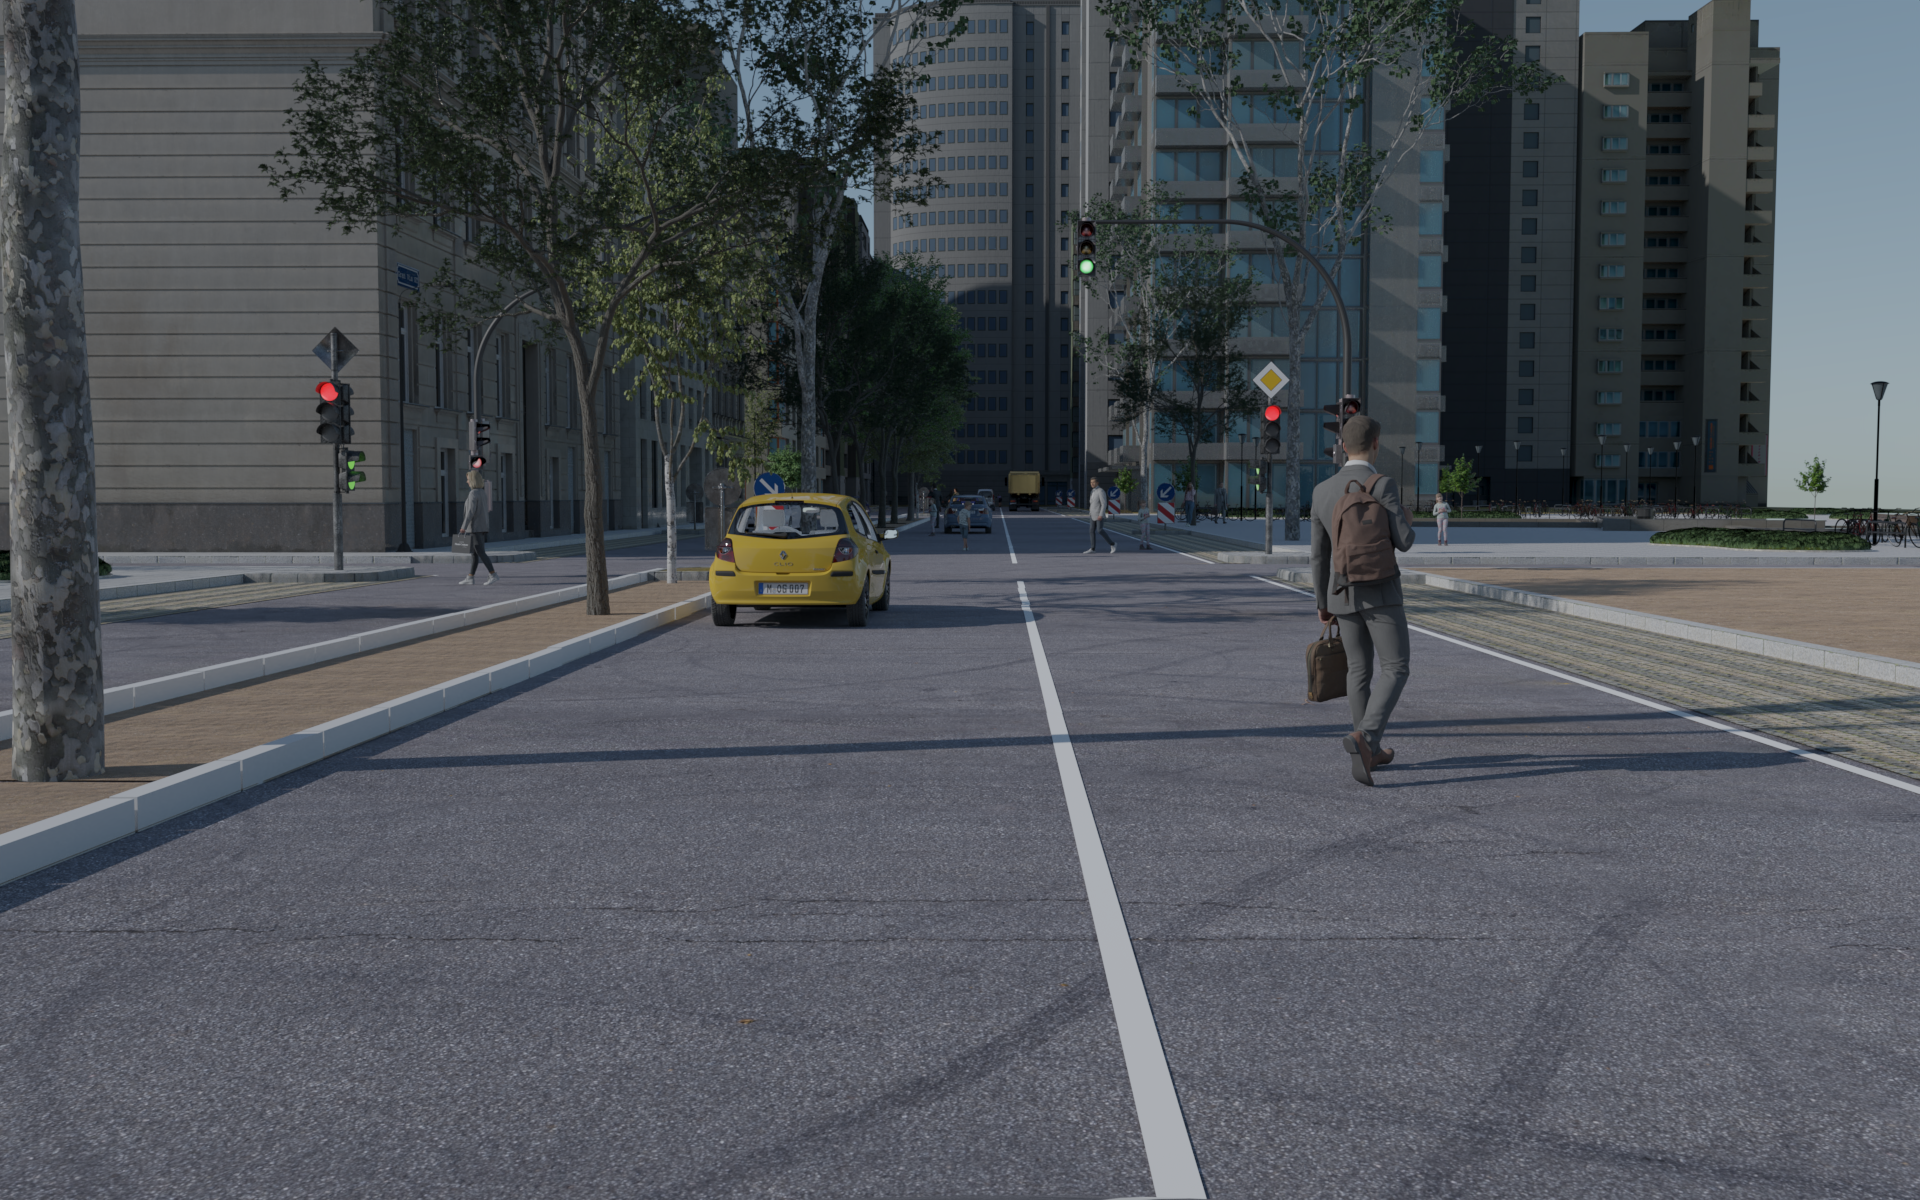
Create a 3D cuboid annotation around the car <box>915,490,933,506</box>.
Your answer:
[{"bbox_3d":[-3.360,-10.118,174.099,2.281,1.827,5.304,0,4,2],"label":"car"}]

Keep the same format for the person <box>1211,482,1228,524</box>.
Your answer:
[{"bbox_3d":[11.289,-4.210,74.982,0.694,1.812,0.767,-1,4,-16],"label":"person"}]

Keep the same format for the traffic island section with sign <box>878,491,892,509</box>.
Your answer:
[{"bbox_3d":[-7.266,-9.664,166.637,1.989,1.847,2.006,0,4,1],"label":"traffic island section with sign"}]

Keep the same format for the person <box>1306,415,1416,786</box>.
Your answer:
[{"bbox_3d":[2.032,-0.020,8.789,0.622,1.834,0.822,3,4,38],"label":"person"}]

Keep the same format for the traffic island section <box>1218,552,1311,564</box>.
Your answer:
[{"bbox_3d":[6.597,-0.893,36.880,2.009,0.180,2.903,0,4,1],"label":"traffic island section"}]

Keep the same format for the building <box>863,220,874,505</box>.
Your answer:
[{"bbox_3d":[-16.507,-25.028,180.911,14.107,30.474,14.160,0,4,1],"label":"building"}]

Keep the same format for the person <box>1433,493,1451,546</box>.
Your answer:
[{"bbox_3d":[12.023,-2.007,43.141,0.425,1.301,0.394,0,4,-5],"label":"person"}]

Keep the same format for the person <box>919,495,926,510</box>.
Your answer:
[{"bbox_3d":[-3.256,-8.682,151.173,0.721,1.735,1.217,3,4,37],"label":"person"}]

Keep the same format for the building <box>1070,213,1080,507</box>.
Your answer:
[{"bbox_3d":[18.444,-24.968,179.926,14.160,30.474,14.107,0,4,1],"label":"building"}]

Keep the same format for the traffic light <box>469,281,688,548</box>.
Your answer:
[{"bbox_3d":[-8.207,-3.818,37.098,4.771,5.953,1.251,0,4,1],"label":"traffic light"}]

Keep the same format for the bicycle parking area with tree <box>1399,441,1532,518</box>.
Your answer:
[{"bbox_3d":[28.666,-7.103,103.136,9.016,4.147,8.231,-2,4,-29],"label":"bicycle parking area with tree"}]

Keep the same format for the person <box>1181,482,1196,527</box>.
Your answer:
[{"bbox_3d":[9.027,-3.771,68.289,0.593,1.750,0.643,2,4,27],"label":"person"}]

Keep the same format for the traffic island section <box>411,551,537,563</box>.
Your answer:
[{"bbox_3d":[-10.340,-0.915,37.243,2.009,0.180,2.903,0,4,1],"label":"traffic island section"}]

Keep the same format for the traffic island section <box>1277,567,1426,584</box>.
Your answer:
[{"bbox_3d":[6.428,-0.405,28.896,2.009,0.180,2.903,0,4,1],"label":"traffic island section"}]

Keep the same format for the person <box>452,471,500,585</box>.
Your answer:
[{"bbox_3d":[-7.617,-1.135,27.244,0.728,1.800,0.709,1,4,10],"label":"person"}]

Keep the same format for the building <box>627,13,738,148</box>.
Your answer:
[{"bbox_3d":[-34.595,-33.827,176.774,21.600,48.544,21.300,0,4,1],"label":"building"}]

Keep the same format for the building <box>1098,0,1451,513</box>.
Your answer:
[{"bbox_3d":[22.779,-31.147,128.856,23.786,49.044,30.456,0,4,1],"label":"building"}]

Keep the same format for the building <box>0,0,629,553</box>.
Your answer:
[{"bbox_3d":[-17.976,-15.417,49.334,12.463,27.353,25.104,0,4,1],"label":"building"}]

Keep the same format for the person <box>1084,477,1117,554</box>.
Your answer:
[{"bbox_3d":[3.367,-2.037,41.645,0.795,1.843,0.661,-1,4,-21],"label":"person"}]

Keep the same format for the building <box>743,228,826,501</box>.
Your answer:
[{"bbox_3d":[-25.115,-17.257,127.193,27.650,21.520,28.899,0,4,1],"label":"building"}]

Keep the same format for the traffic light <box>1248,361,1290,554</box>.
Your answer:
[{"bbox_3d":[6.558,-2.926,36.767,0.839,4.253,0.868,0,4,1],"label":"traffic light"}]

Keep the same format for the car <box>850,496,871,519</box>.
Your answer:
[{"bbox_3d":[-5.348,-4.399,84.501,1.945,1.354,3.894,0,4,2],"label":"car"}]

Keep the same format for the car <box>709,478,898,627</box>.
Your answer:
[{"bbox_3d":[-1.771,-0.609,20.173,2.015,1.641,3.980,0,4,3],"label":"car"}]

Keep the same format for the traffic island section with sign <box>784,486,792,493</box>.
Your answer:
[{"bbox_3d":[-8.915,-4.902,88.783,1.989,1.847,2.006,0,4,1],"label":"traffic island section with sign"}]

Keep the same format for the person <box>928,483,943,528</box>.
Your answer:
[{"bbox_3d":[-1.055,-3.971,72.782,0.474,1.900,0.648,2,4,27],"label":"person"}]

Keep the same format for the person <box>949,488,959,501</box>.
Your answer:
[{"bbox_3d":[-0.291,-6.431,113.749,0.705,1.812,1.348,2,4,34],"label":"person"}]

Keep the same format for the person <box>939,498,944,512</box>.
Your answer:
[{"bbox_3d":[-1.783,-7.862,137.589,0.990,1.755,0.434,-1,4,-10],"label":"person"}]

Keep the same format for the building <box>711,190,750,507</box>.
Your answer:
[{"bbox_3d":[-16.989,-13.725,89.035,10.561,19.102,19.286,0,4,1],"label":"building"}]

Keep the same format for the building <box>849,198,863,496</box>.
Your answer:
[{"bbox_3d":[-16.958,-23.890,162.299,14.160,30.474,14.107,0,4,1],"label":"building"}]

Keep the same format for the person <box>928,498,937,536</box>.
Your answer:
[{"bbox_3d":[-0.950,-2.829,59.036,0.394,1.301,0.425,-3,5,-44],"label":"person"}]

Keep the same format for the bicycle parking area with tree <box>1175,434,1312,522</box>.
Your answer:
[{"bbox_3d":[14.271,-5.972,84.642,9.016,4.147,8.231,2,4,30],"label":"bicycle parking area with tree"}]

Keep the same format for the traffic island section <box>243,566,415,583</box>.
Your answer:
[{"bbox_3d":[-10.509,-0.427,29.259,2.009,0.180,2.903,0,4,1],"label":"traffic island section"}]

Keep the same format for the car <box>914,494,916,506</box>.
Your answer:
[{"bbox_3d":[-4.345,-10.571,182.627,2.009,1.686,4.222,0,4,0],"label":"car"}]

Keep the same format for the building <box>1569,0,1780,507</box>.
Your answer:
[{"bbox_3d":[69.953,-33.750,175.507,21.600,48.544,21.300,0,4,1],"label":"building"}]

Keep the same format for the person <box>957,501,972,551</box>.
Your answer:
[{"bbox_3d":[0.121,-1.885,44.010,0.352,1.250,0.332,-1,4,-17],"label":"person"}]

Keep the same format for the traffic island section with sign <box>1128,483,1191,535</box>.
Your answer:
[{"bbox_3d":[7.123,-3.232,61.473,1.989,1.847,2.006,0,4,1],"label":"traffic island section with sign"}]

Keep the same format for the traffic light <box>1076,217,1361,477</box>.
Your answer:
[{"bbox_3d":[4.295,-3.304,28.686,4.771,5.953,1.251,0,4,1],"label":"traffic light"}]

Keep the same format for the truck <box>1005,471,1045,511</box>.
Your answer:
[{"bbox_3d":[5.433,-9.194,146.248,3.469,3.379,9.791,0,4,2],"label":"truck"}]

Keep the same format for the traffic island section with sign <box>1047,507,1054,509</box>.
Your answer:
[{"bbox_3d":[9.341,-9.619,165.899,1.989,1.847,2.006,0,4,1],"label":"traffic island section with sign"}]

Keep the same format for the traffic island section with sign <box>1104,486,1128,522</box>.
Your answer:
[{"bbox_3d":[7.707,-4.880,88.422,1.989,1.847,2.006,0,4,1],"label":"traffic island section with sign"}]

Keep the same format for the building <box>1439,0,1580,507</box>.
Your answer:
[{"bbox_3d":[48.857,-45.091,175.493,20.611,71.187,20.563,0,4,1],"label":"building"}]

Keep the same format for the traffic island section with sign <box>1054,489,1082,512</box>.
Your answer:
[{"bbox_3d":[8.766,-7.966,138.877,1.989,1.847,2.006,0,4,1],"label":"traffic island section with sign"}]

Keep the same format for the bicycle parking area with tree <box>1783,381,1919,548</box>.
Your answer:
[{"bbox_3d":[25.937,-3.486,43.999,8.231,4.147,9.016,1,4,13],"label":"bicycle parking area with tree"}]

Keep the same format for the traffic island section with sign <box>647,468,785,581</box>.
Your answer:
[{"bbox_3d":[-4.122,-1.298,29.358,2.006,1.907,1.989,0,4,1],"label":"traffic island section with sign"}]

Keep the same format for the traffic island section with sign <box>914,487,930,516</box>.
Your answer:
[{"bbox_3d":[-2.371,-6.346,111.885,2.006,1.907,1.989,0,4,1],"label":"traffic island section with sign"}]

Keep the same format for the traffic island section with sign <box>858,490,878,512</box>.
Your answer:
[{"bbox_3d":[-7.848,-7.994,139.322,1.989,1.847,2.006,0,4,1],"label":"traffic island section with sign"}]

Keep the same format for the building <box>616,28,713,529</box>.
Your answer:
[{"bbox_3d":[-16.682,-13.194,70.468,10.420,20.320,16.860,0,4,1],"label":"building"}]

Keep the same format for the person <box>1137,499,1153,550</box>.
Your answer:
[{"bbox_3d":[4.775,-1.945,44.576,0.394,1.301,0.425,3,4,37],"label":"person"}]

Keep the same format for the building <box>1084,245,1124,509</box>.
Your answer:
[{"bbox_3d":[21.448,-37.669,157.881,21.231,58.520,28.212,0,4,1],"label":"building"}]

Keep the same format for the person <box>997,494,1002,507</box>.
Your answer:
[{"bbox_3d":[4.224,-10.591,184.897,0.421,1.427,0.697,-2,4,-25],"label":"person"}]

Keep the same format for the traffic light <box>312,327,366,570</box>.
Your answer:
[{"bbox_3d":[-10.470,-2.459,29.124,0.839,4.253,0.868,0,4,1],"label":"traffic light"}]

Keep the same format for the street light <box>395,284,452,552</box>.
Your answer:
[{"bbox_3d":[-11.724,-4.005,38.026,1.470,5.913,1.316,0,4,1],"label":"street light"}]

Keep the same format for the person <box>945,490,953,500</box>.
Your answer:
[{"bbox_3d":[-0.901,-10.048,172.927,1.348,1.807,0.705,-2,4,-34],"label":"person"}]

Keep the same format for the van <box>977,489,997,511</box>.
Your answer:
[{"bbox_3d":[2.192,-8.659,148.592,2.013,2.044,4.112,0,4,1],"label":"van"}]

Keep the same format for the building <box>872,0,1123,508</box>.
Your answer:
[{"bbox_3d":[4.062,-40.584,205.542,28.212,58.520,21.231,0,4,1],"label":"building"}]

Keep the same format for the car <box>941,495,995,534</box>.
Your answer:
[{"bbox_3d":[0.304,-3.181,64.008,2.014,1.417,4.499,0,4,1],"label":"car"}]

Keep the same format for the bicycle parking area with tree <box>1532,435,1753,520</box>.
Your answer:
[{"bbox_3d":[33.719,-5.973,84.653,8.231,4.147,9.016,0,3,0],"label":"bicycle parking area with tree"}]

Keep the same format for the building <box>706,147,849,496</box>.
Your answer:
[{"bbox_3d":[-17.490,-23.029,148.226,14.160,30.474,14.107,0,4,1],"label":"building"}]

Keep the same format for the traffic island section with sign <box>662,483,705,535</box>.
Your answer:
[{"bbox_3d":[-9.492,-3.254,61.834,1.989,1.847,2.006,0,4,1],"label":"traffic island section with sign"}]
